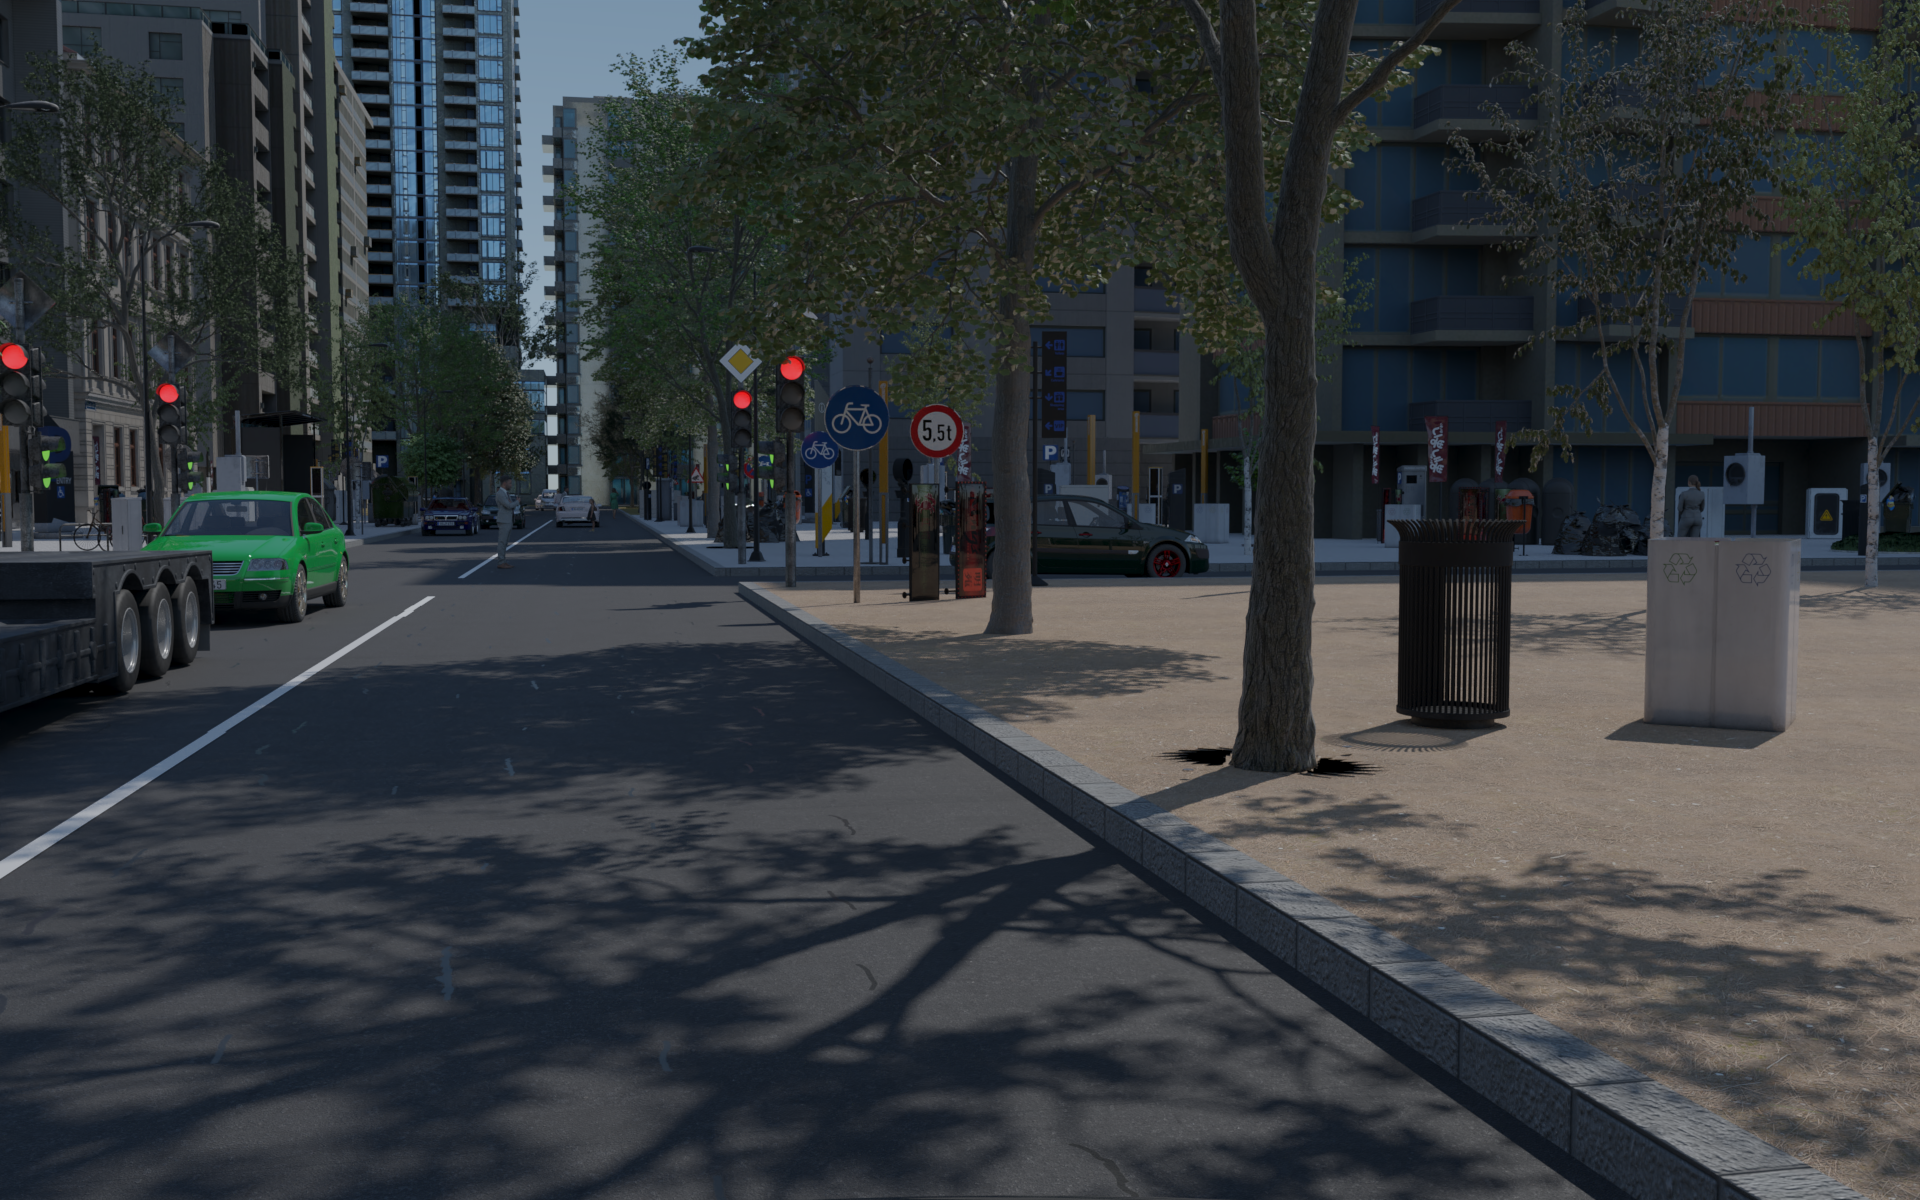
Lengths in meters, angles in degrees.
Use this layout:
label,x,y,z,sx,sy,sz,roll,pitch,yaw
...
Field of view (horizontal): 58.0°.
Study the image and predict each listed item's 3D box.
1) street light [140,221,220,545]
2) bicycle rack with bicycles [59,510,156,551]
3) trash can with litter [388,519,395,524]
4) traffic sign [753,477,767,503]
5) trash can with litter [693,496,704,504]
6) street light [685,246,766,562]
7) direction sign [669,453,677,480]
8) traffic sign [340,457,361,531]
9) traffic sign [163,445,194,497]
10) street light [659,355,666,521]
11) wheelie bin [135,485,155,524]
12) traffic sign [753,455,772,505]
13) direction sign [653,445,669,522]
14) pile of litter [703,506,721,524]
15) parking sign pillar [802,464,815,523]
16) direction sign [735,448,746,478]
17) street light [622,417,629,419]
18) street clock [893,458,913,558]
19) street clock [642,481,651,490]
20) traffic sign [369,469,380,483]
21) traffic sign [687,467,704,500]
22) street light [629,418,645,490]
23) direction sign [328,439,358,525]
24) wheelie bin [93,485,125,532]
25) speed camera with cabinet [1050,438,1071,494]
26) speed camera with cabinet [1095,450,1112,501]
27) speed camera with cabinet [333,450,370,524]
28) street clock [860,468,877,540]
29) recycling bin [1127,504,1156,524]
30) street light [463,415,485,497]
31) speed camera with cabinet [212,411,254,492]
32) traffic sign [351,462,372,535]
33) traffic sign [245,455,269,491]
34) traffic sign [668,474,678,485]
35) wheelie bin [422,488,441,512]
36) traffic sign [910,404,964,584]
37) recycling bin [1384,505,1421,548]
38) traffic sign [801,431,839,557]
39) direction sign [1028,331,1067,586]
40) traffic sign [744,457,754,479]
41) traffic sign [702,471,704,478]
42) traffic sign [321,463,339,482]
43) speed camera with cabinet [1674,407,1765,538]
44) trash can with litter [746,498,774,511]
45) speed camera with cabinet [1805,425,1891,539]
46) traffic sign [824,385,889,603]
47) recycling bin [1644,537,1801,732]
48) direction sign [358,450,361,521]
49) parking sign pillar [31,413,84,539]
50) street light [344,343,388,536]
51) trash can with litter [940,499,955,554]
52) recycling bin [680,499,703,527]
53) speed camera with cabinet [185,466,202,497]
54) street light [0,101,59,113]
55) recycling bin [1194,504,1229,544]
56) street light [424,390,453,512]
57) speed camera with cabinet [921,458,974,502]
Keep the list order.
label,x,y,z,sx,sy,sz,roll,pitch,yaw
street light,-13.284,-3.484,29.507,1.470,5.913,1.316,-1,4,-12
bicycle rack with bicycles,-18.772,-1.578,39.187,2.852,0.926,2.925,2,4,32
trash can with litter,-23.883,-3.784,73.262,1.055,1.170,0.624,2,4,31
traffic sign,-6.513,-3.559,58.201,0.884,2.594,0.081,0,4,-8
trash can with litter,-13.296,-4.577,86.220,1.055,1.170,0.624,-3,4,-38
street light,-4.401,-3.678,32.678,1.470,5.913,1.316,-1,4,-12
direction sign,-15.936,-6.301,95.017,0.876,3.537,0.379,0,4,7
traffic sign,-20.748,-3.606,59.071,0.768,2.556,0.104,0,4,-6
traffic sign,-19.784,-2.679,43.901,0.768,2.556,0.104,0,4,-6
street light,-9.437,-5.167,57.020,1.470,5.913,1.316,-1,4,-12
wheelie bin,-28.587,-3.242,60.918,0.693,1.594,0.980,-3,4,-37
traffic sign,-6.446,-3.491,57.191,0.768,2.556,0.104,-1,4,-10
direction sign,-13.924,-5.370,79.791,0.379,3.537,0.876,-3,4,-38
pile of litter,-10.115,-3.635,73.400,1.719,0.858,1.176,3,4,38
parking sign pillar,-6.329,-5.370,76.278,1.447,3.967,1.447,2,4,27
direction sign,-10.882,-5.742,85.876,0.379,3.537,0.876,-3,5,-43
street light,-19.747,-8.106,105.079,1.470,5.913,1.316,-1,4,-12
street clock,-1.150,-1.855,34.902,0.358,2.002,0.471,2,4,26
street clock,-17.662,-5.697,97.723,0.471,2.002,0.358,-3,5,-44
traffic sign,-27.271,-4.857,80.590,0.795,2.450,0.064,0,4,-4
traffic sign,-12.426,-4.994,81.663,0.884,2.594,0.081,0,4,-4
street light,-14.621,-6.652,81.294,1.470,5.913,1.316,-1,4,-12
direction sign,-25.566,-4.878,71.759,0.876,3.537,0.379,-2,4,-30
wheelie bin,-29.104,-3.143,59.297,0.980,1.594,0.693,-2,4,-31
speed camera with cabinet,2.936,-3.534,52.122,0.660,3.252,2.038,0,4,-1
speed camera with cabinet,5.811,-5.138,78.345,2.038,3.252,0.660,1,4,18
speed camera with cabinet,-26.400,-4.887,74.232,2.038,3.252,0.660,1,4,10
street clock,-2.575,-2.691,48.572,0.471,2.002,0.358,0,4,1
recycling bin,4.740,-2.001,45.266,0.722,1.027,0.722,1,4,8
street light,-28.483,-7.878,101.351,1.470,5.913,1.316,-1,4,-12
speed camera with cabinet,-17.478,-2.901,41.760,0.660,3.252,2.038,-1,4,-14
traffic sign,-18.894,-3.215,54.702,0.606,2.300,0.079,-1,4,-11
traffic sign,-18.613,-2.676,45.883,0.606,2.300,0.079,0,4,-4
traffic sign,-16.174,-5.925,96.871,0.884,2.594,0.081,0,4,-6
wheelie bin,-26.475,-4.824,86.772,0.980,1.594,0.693,2,4,29
traffic sign,-0.326,-1.496,24.562,0.768,2.556,0.104,0,4,-3
recycling bin,10.588,-1.766,41.432,0.722,1.027,0.722,2,4,25
traffic sign,-2.844,-2.144,35.164,0.768,2.556,0.104,0,4,-4
direction sign,1.047,-1.968,24.170,0.876,3.537,0.379,0,4,-1
traffic sign,-6.946,-3.580,58.644,0.768,2.556,0.104,0,4,-4
traffic sign,-11.904,-5.053,82.722,0.768,2.556,0.104,0,4,-6
traffic sign,-25.587,-4.291,70.267,0.768,2.556,0.104,0,4,-3
speed camera with cabinet,17.504,-2.790,39.946,0.660,3.252,2.038,-2,4,-25
trash can with litter,-6.080,-2.518,52.558,1.055,1.170,0.624,1,4,13
speed camera with cabinet,25.106,-3.342,48.970,2.038,3.252,0.660,1,4,18
traffic sign,-1.214,-1.237,20.324,0.768,2.556,0.104,-1,4,-11
recycling bin,4.301,0.171,9.765,0.722,1.027,0.722,2,4,30
direction sign,-28.289,-5.454,81.172,0.379,3.537,0.876,-2,4,-34
parking sign pillar,-26.124,-3.758,49.909,1.447,3.967,1.447,0,4,6
street light,-18.285,-4.940,53.317,1.470,5.913,1.316,-1,4,-12
trash can with litter,0.017,-1.567,37.015,1.055,1.170,0.624,-3,5,-39
recycling bin,-10.605,-3.416,68.410,0.722,1.027,0.722,1,4,14
speed camera with cabinet,-31.653,-4.823,73.197,2.038,3.252,0.660,-1,4,-21
street light,-11.355,-2.935,20.531,1.470,5.913,1.316,-1,4,-12
recycling bin,6.557,-1.994,45.151,0.722,1.027,0.722,2,4,31
street light,-23.379,-6.423,77.562,1.470,5.913,1.316,-1,4,-12
speed camera with cabinet,-0.161,-3.593,53.076,2.038,3.252,0.660,-1,4,-11
